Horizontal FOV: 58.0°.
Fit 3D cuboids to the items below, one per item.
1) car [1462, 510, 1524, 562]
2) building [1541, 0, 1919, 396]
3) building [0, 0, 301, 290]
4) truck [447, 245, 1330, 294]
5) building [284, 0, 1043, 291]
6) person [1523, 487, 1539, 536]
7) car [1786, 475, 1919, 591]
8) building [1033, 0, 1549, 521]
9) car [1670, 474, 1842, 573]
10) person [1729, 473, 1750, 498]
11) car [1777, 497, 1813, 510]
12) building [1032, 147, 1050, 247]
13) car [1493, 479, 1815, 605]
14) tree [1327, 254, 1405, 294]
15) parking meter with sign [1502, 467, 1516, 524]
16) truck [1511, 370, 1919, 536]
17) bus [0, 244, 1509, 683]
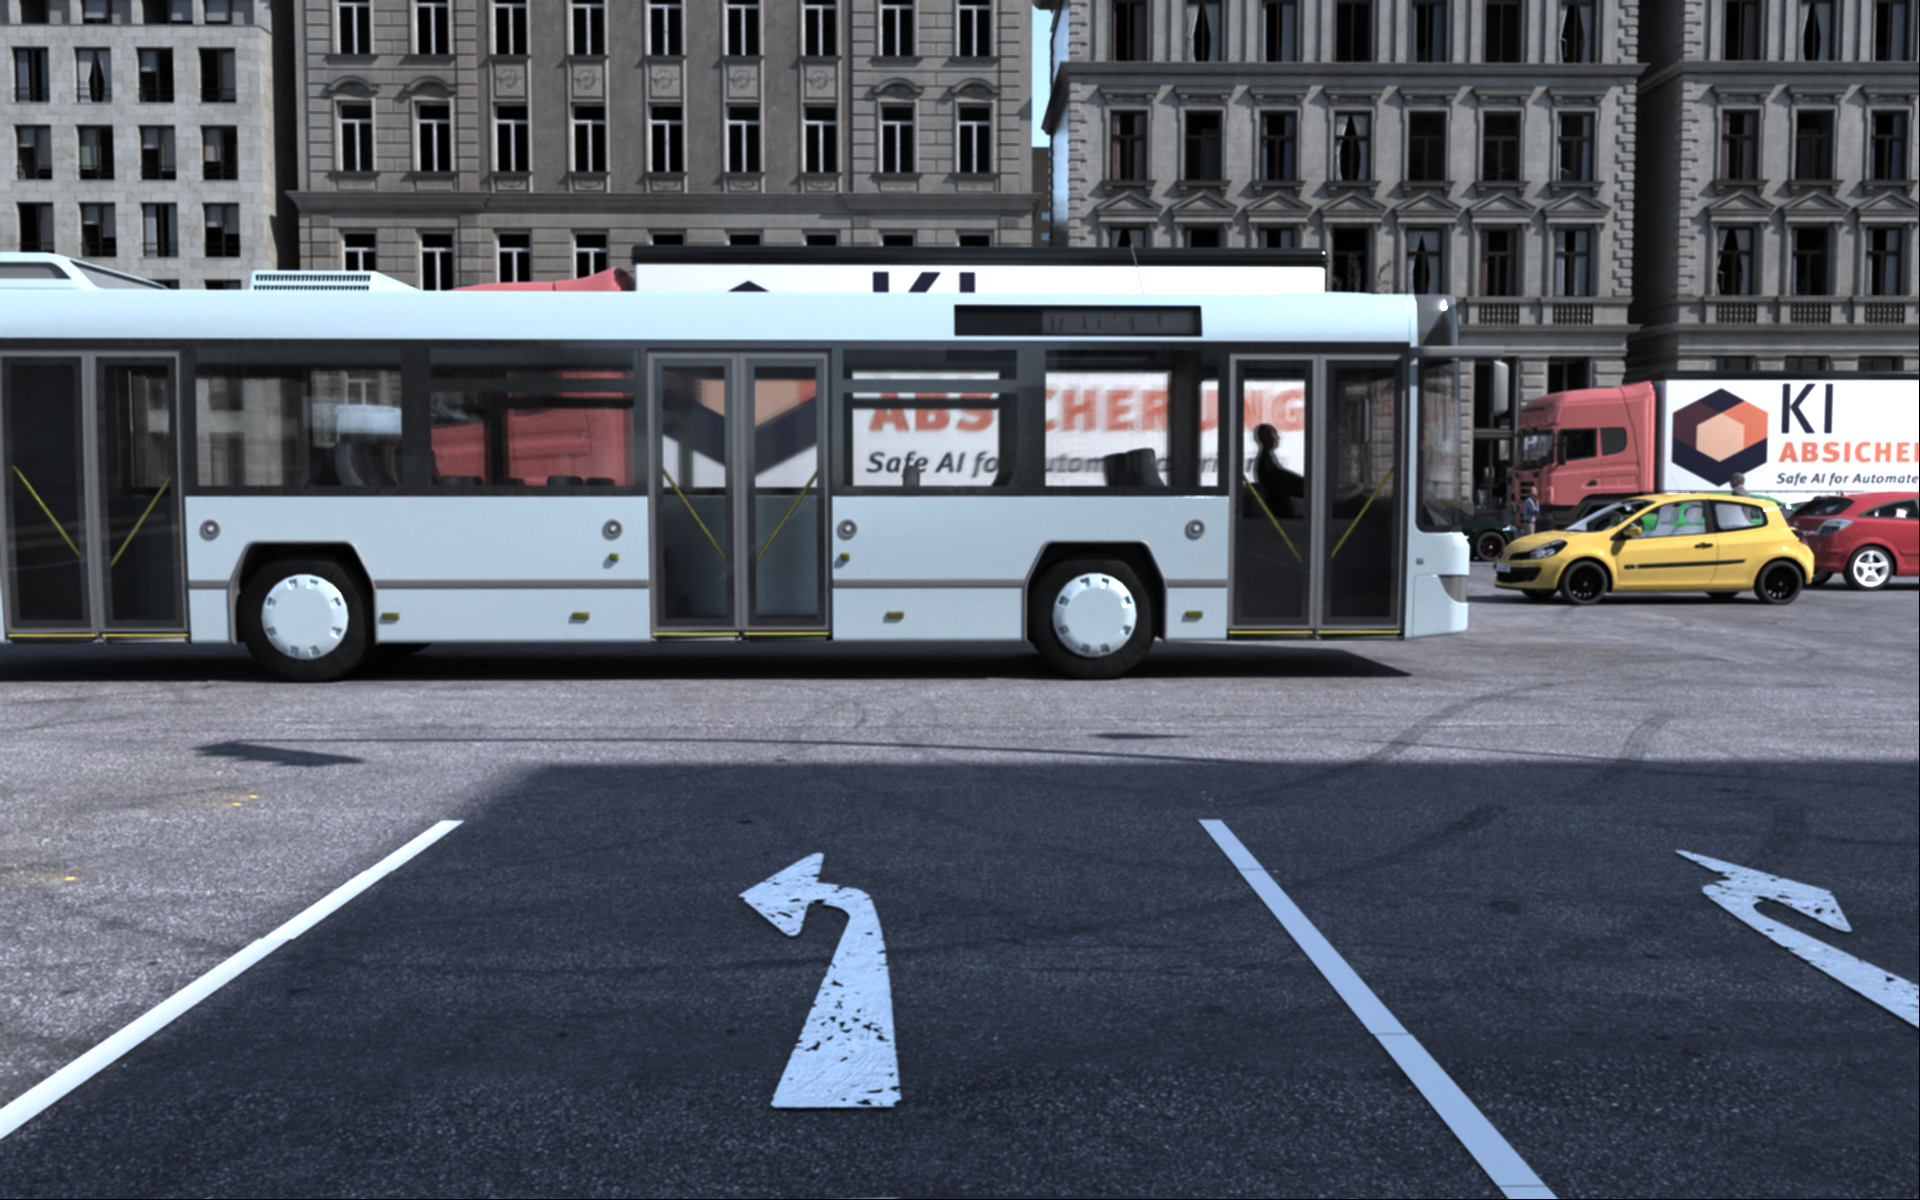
[{"bbox_3d":[9.946,-1.680,37.258,4.222,1.686,2.009,0,4,-2],"label":"car"},{"bbox_3d":[32.726,-14.227,61.487,19.941,23.489,11.050,0,4,-1],"label":"building"},{"bbox_3d":[-31.169,-12.646,61.516,16.860,20.320,10.420,0,4,-1],"label":"building"},{"bbox_3d":[-1.463,-1.950,20.795,11.283,4.237,2.839,0,4,-2],"label":"truck"},{"bbox_3d":[-9.762,-16.222,62.499,25.104,27.353,12.463,0,4,-1],"label":"building"},{"bbox_3d":[11.288,-1.447,34.215,0.319,1.574,0.516,1,4,15],"label":"person"},{"bbox_3d":[14.837,-1.064,26.439,4.494,1.783,2.155,0,4,-3],"label":"car"},{"bbox_3d":[12.780,-14.232,61.578,19.941,23.489,11.050,0,4,-1],"label":"building"},{"bbox_3d":[14.426,-1.421,32.022,4.718,1.807,1.959,0,4,-2],"label":"car"},{"bbox_3d":[12.578,-1.180,28.184,0.834,1.777,0.661,2,4,31],"label":"person"},{"bbox_3d":[17.097,-1.444,35.970,4.827,1.381,2.083,0,4,-2],"label":"car"},{"bbox_3d":[7.927,-35.014,222.585,14.200,45.320,14.600,0,4,-1],"label":"building"},{"bbox_3d":[9.186,-0.788,23.105,3.980,1.641,2.015,0,4,-3],"label":"car"},{"bbox_3d":[11.749,-6.239,52.363,4.360,8.622,3.978,0,3,0],"label":"tree"},{"bbox_3d":[15.846,-3.235,49.155,0.543,3.016,1.738,0,4,-2],"label":"parking meter with sign"},{"bbox_3d":[18.148,-3.154,40.487,11.283,4.237,2.839,0,4,-1],"label":"truck"},{"bbox_3d":[-1.823,-1.189,14.307,13.247,3.499,2.948,0,4,-2],"label":"bus"}]
